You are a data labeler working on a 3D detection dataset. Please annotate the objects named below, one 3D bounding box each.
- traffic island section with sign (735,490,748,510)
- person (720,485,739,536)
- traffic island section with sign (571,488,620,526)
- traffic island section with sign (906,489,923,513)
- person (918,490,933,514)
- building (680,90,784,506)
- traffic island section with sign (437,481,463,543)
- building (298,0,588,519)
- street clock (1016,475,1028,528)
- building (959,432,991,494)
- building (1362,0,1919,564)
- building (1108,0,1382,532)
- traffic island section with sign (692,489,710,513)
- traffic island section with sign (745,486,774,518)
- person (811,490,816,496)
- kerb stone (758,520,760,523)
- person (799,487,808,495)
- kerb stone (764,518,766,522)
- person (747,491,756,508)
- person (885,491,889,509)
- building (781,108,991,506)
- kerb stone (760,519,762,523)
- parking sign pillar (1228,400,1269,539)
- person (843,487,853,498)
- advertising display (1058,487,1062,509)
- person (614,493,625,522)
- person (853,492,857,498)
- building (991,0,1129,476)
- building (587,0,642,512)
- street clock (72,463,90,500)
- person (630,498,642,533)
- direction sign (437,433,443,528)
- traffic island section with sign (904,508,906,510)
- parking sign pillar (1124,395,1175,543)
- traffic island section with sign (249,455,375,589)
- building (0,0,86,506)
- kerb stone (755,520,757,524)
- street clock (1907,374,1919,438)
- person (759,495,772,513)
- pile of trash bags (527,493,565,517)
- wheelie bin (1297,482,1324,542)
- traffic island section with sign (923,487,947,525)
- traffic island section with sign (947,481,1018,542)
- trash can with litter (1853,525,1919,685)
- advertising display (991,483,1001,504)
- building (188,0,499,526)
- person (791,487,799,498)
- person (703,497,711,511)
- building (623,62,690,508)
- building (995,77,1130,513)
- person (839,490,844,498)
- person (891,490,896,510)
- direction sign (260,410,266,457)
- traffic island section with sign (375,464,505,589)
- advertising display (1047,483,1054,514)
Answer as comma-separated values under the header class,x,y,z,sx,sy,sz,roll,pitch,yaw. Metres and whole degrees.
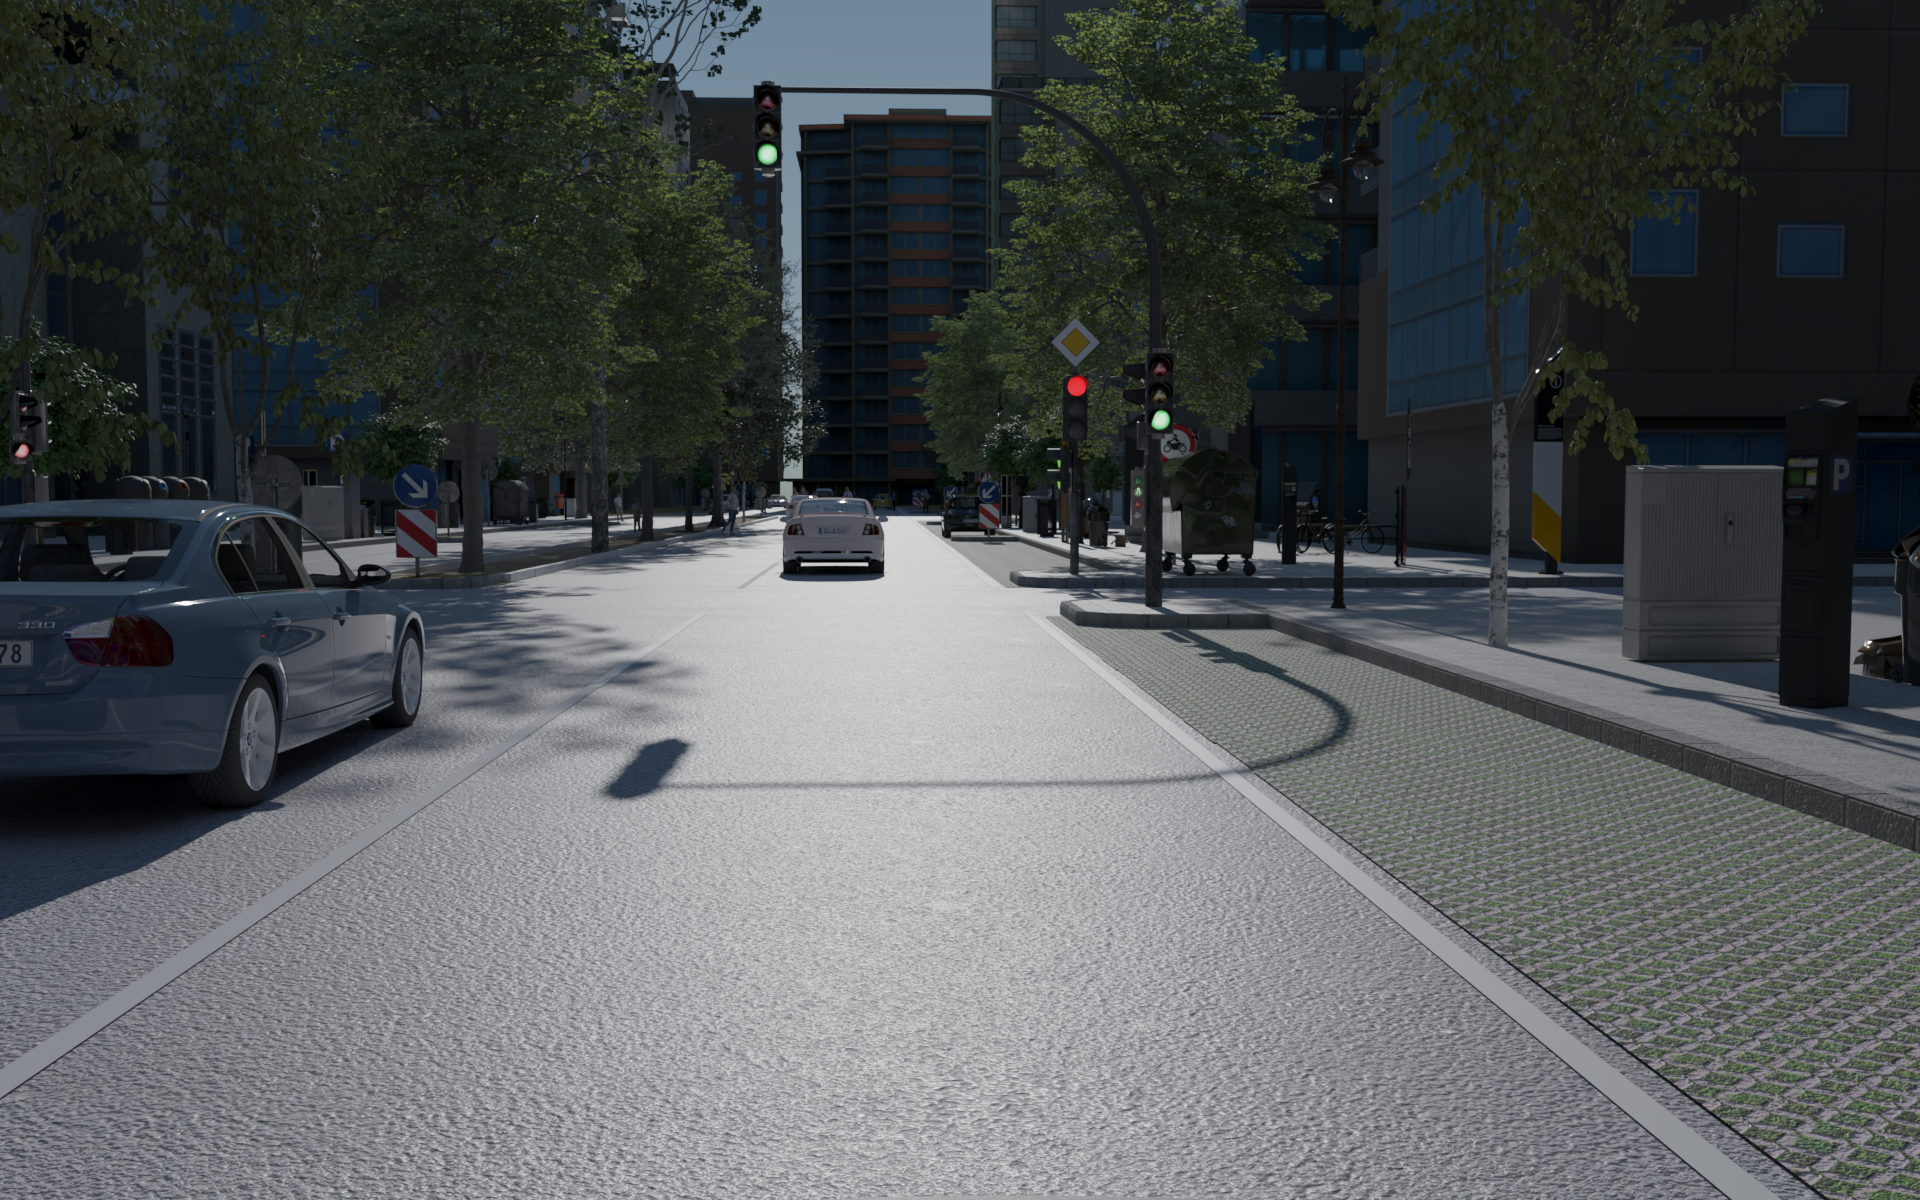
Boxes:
class,x,y,z,sx,sy,sz,roll,pitch,yaw
traffic island section with sign,-20.130,-8.991,155.636,1.989,1.847,2.006,0,4,-3
person,-7.982,-3.087,59.640,0.598,1.740,0.731,1,4,12
traffic island section with sign,-16.597,-4.312,79.132,1.989,1.847,2.006,0,4,-3
traffic island section with sign,-2.842,-7.404,129.681,1.989,1.847,2.006,0,4,-3
person,-2.516,-7.212,127.144,1.217,1.736,0.721,0,4,0
building,-27.380,-33.366,195.643,14.200,45.320,14.600,0,4,-3
traffic island section with sign,-15.332,-2.630,51.635,1.989,1.847,2.006,0,4,-3
building,-31.254,-28.008,108.038,14.600,45.320,14.200,0,4,-3
street clock,2.312,-3.675,64.662,0.358,2.002,0.471,3,5,43
building,11.767,-51.781,159.297,22.319,86.520,31.000,0,4,-3
building,17.668,-23.672,37.142,14.200,45.320,14.600,0,4,-3
building,18.284,-27.574,70.436,23.786,49.044,30.456,0,4,-3
traffic island section with sign,-18.897,-7.344,128.709,1.989,1.847,2.006,0,4,-3
traffic island section with sign,-11.778,-5.744,102.043,2.006,1.907,1.989,0,4,-3
person,-12.632,-8.662,150.134,1.348,1.824,0.705,2,4,34
kerb stone,-9.883,-3.761,83.681,0.120,0.150,1.000,0,4,-3
person,-8.717,-5.460,97.578,0.655,1.846,0.447,-2,4,-30
kerb stone,-10.068,-4.011,87.773,0.120,0.150,1.000,0,4,-3
person,-20.742,-9.970,172.220,1.217,1.735,0.721,2,4,29
person,-6.789,-9.373,162.671,0.530,1.710,0.541,0,4,8
building,-5.618,-33.336,199.665,28.867,44.769,22.147,0,4,-3
kerb stone,-9.924,-3.823,84.702,0.120,0.150,1.000,0,4,-3
parking sign pillar,8.266,-3.782,50.310,1.447,3.967,1.447,-1,4,-20
person,-6.901,-5.940,105.481,0.709,1.838,0.599,1,4,21
advertising display,4.598,-4.547,79.564,0.123,1.923,0.974,0,4,-1
person,-17.669,-4.818,89.867,0.523,1.515,0.503,1,4,19
person,-10.887,-10.348,179.163,0.415,1.643,0.593,1,4,13
building,9.371,-27.776,137.734,14.154,41.232,14.086,0,4,-3
building,-36.920,-31.231,130.242,23.786,49.044,30.456,0,4,-3
street clock,-20.736,-2.222,40.897,0.471,2.002,0.358,3,5,42
person,-11.530,-2.993,61.700,0.475,1.303,0.640,0,4,1
direction sign,-19.410,-4.444,64.650,0.379,3.537,0.876,-2,4,-27
traffic island section with sign,-4.089,-9.051,156.607,1.989,1.847,2.006,0,4,-3
parking sign pillar,5.032,-3.506,45.803,1.447,3.967,1.447,1,4,17
traffic island section with sign,-7.969,-0.700,19.585,2.006,1.907,1.989,0,4,-3
building,-33.610,-44.589,41.702,22.319,86.520,31.000,0,4,-3
kerb stone,-9.792,-3.634,81.636,0.120,0.150,1.000,0,4,-3
street clock,5.325,-0.287,9.269,0.471,2.002,0.358,3,4,37
person,-15.135,-7.667,133.875,0.705,1.822,1.348,3,5,42
pile of trash bags,-24.075,-5.497,99.620,1.912,1.369,3.447,2,4,31
wheelie bin,9.252,-2.339,46.146,0.693,1.594,0.980,-3,4,-38
traffic island section with sign,-0.556,-4.369,80.067,1.989,1.847,2.006,0,4,-3
traffic island section with sign,0.726,-2.682,52.477,1.989,1.847,2.006,0,4,-3
trash can with litter,6.508,-0.027,11.828,0.624,1.170,1.055,0,4,-5
advertising display,1.840,-4.505,78.866,0.974,1.923,0.123,2,4,34
building,-28.125,-25.913,73.788,14.600,45.320,14.200,0,4,-3
person,-8.684,-5.062,91.363,0.778,1.811,0.616,-1,4,-9
person,-19.324,-7.526,132.237,0.721,1.739,1.217,1,4,22
building,-33.266,-29.555,166.820,14.086,41.232,14.154,0,4,-3
building,9.394,-21.544,123.943,14.160,30.474,14.107,0,4,-3
person,-10.135,-8.541,148.161,0.705,1.821,1.348,1,4,13
person,-5.821,-8.766,151.816,0.705,1.826,1.348,1,4,8
direction sign,-18.866,-3.361,46.948,0.379,3.537,0.876,-1,4,-15
traffic island section with sign,-8.301,-1.153,26.984,2.006,1.907,1.989,0,4,-3
advertising display,5.260,-5.837,100.643,0.123,1.923,0.974,-1,4,-15
